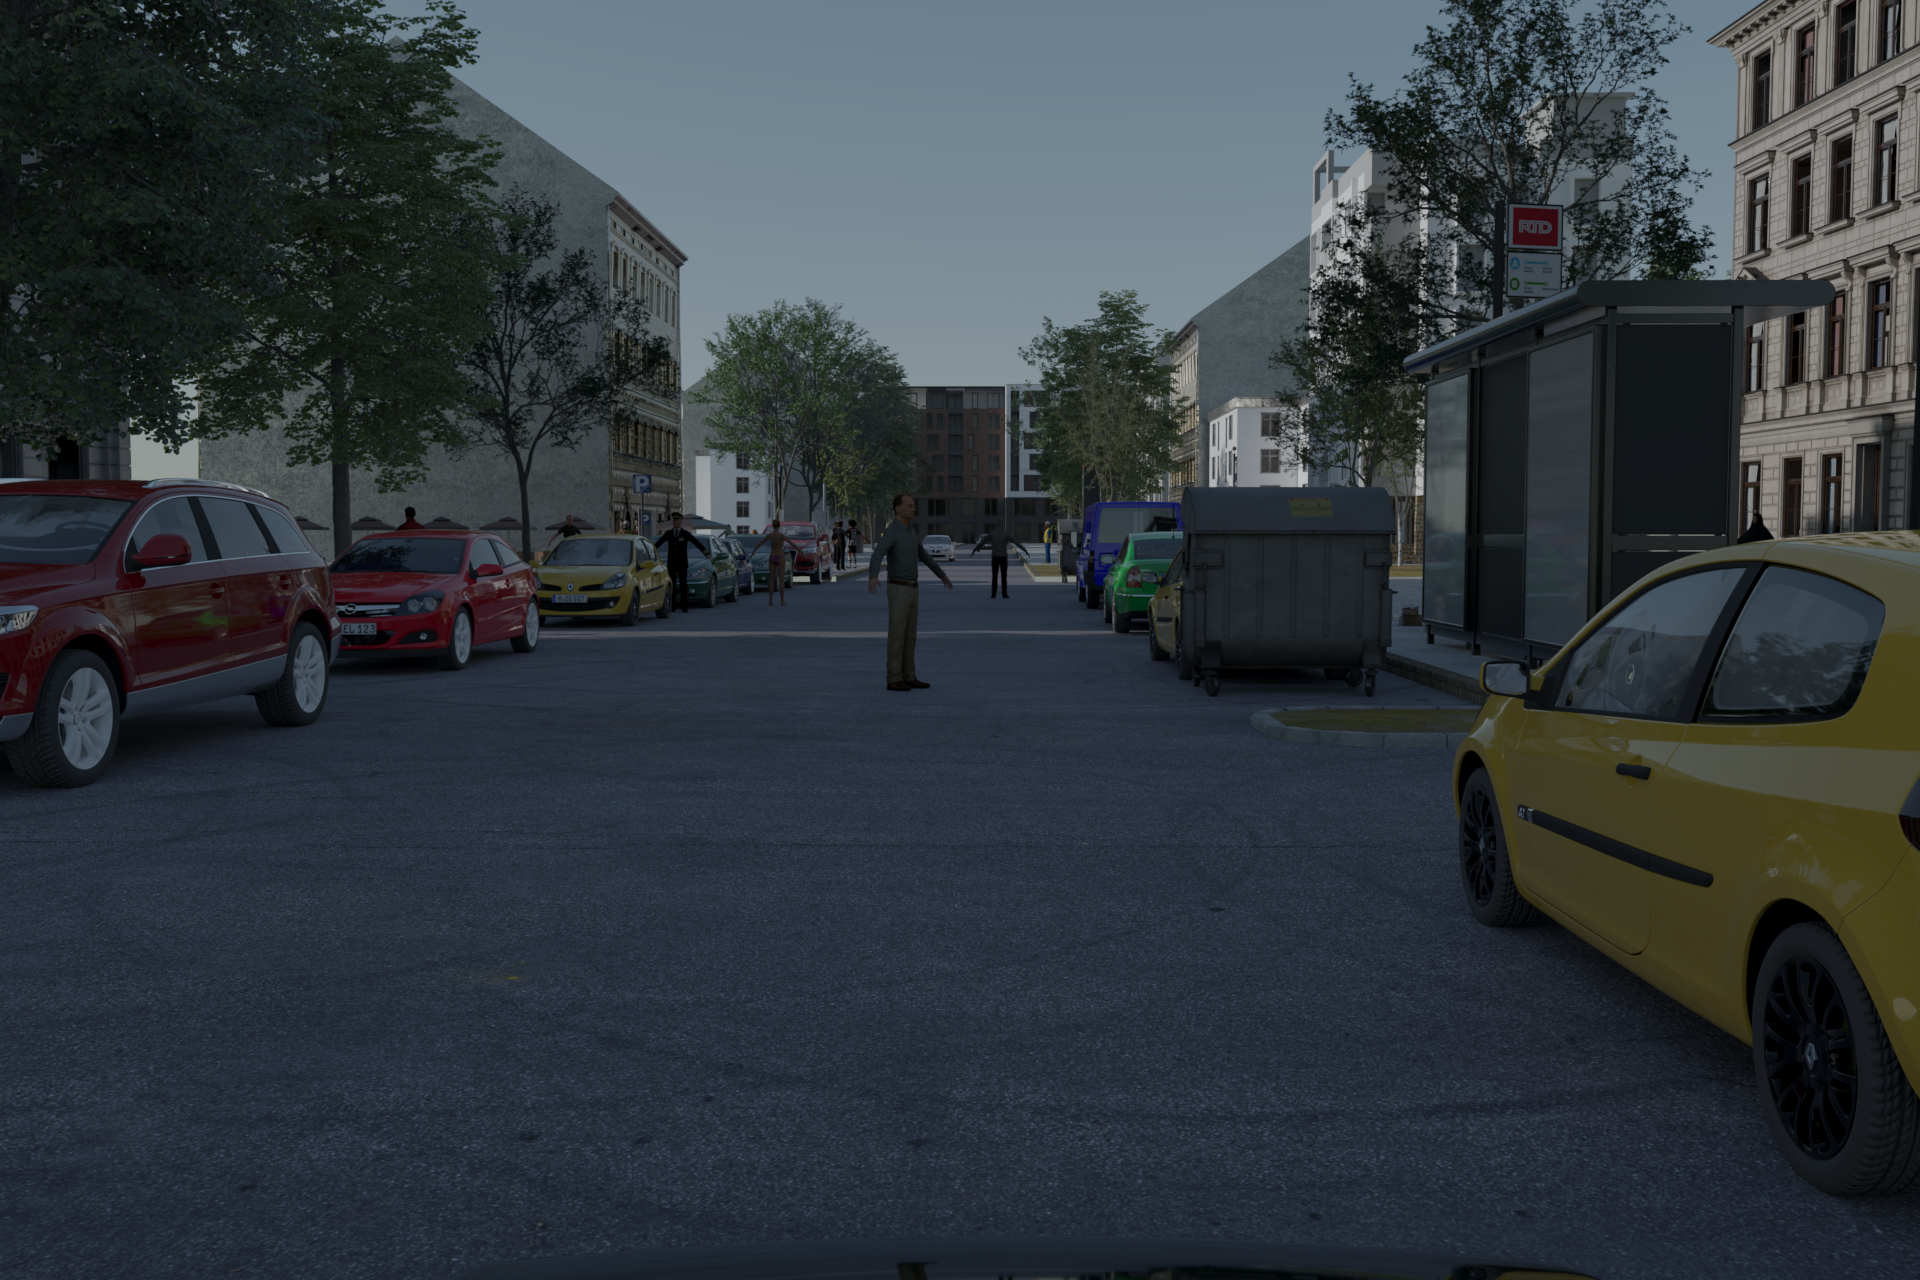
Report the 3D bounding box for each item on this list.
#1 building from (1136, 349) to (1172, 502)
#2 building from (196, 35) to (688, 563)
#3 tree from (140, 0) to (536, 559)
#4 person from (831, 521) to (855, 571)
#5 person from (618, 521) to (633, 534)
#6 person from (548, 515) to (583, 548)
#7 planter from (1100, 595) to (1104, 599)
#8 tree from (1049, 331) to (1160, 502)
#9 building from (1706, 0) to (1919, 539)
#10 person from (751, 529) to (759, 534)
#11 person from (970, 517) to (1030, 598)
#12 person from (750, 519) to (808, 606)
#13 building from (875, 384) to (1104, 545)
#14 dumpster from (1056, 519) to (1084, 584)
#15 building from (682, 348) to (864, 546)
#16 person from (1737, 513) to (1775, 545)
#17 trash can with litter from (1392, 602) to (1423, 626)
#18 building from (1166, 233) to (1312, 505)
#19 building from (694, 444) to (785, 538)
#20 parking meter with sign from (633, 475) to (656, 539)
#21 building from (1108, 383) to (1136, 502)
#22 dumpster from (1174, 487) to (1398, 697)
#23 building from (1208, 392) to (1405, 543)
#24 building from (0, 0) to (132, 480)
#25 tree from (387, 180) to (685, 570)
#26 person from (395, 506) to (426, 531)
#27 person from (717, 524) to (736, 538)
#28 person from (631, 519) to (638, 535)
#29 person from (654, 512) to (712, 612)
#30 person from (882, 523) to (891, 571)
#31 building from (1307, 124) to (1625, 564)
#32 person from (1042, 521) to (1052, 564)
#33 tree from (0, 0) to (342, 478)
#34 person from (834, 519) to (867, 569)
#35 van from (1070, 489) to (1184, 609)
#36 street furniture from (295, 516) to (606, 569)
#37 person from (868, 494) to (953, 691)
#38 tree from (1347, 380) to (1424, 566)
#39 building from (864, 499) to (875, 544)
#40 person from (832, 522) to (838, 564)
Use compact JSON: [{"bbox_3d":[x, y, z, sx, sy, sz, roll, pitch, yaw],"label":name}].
[{"bbox_3d":[27.304,-18.813,174.049,16.747,18.905,31.486,0,4,1],"label":"building"},{"bbox_3d":[-24.700,-15.600,85.983,19.493,23.208,18.063,0,4,1],"label":"building"},{"bbox_3d":[-12.156,-7.055,33.481,7.486,12.596,7.792,0,3,0],"label":"tree"},{"bbox_3d":[-4.136,-3.315,60.920,1.216,1.740,0.721,3,5,42],"label":"person"},{"bbox_3d":[-14.119,-4.131,73.315,1.354,1.858,0.705,0,4,-6],"label":"person"},{"bbox_3d":[-10.741,-2.539,47.731,1.348,1.803,0.705,-2,4,-33],"label":"person"},{"bbox_3d":[3.786,-1.081,38.818,1.991,0.319,1.994,0,4,1],"label":"planter"},{"bbox_3d":[5.360,-6.873,62.731,4.360,8.622,3.978,0,3,0],"label":"tree"},{"bbox_3d":[27.958,-11.020,43.801,10.561,19.211,19.286,0,4,1],"label":"building"},{"bbox_3d":[-6.672,-2.839,55.681,0.599,1.433,0.991,2,4,25],"label":"person"},{"bbox_3d":[0.887,-1.842,38.694,1.348,1.813,0.705,1,4,8],"label":"person"},{"bbox_3d":[-3.655,-1.563,34.807,1.217,1.733,0.721,1,4,14],"label":"person"},{"bbox_3d":[4.033,-24.557,247.940,32.646,21.610,27.936,0,3,0],"label":"building"},{"bbox_3d":[3.743,-2.585,50.475,1.865,1.857,1.264,0,4,0],"label":"dumpster"},{"bbox_3d":[-20.977,-22.478,198.448,19.493,23.208,18.063,0,4,1],"label":"building"},{"bbox_3d":[17.236,-1.887,37.640,0.721,1.737,1.214,-2,4,-23],"label":"person"},{"bbox_3d":[6.605,-0.783,24.195,1.055,1.170,0.624,0,4,2],"label":"trash can with litter"},{"bbox_3d":[26.058,-18.323,130.510,19.493,23.208,18.063,0,4,1],"label":"building"},{"bbox_3d":[-21.999,-14.122,173.049,9.099,9.664,28.070,0,4,1],"label":"building"},{"bbox_3d":[-9.295,-3.385,51.609,0.543,3.016,1.738,0,4,1],"label":"parking meter with sign"},{"bbox_3d":[26.927,-22.568,199.916,19.493,23.208,18.063,0,4,1],"label":"building"},{"bbox_3d":[2.926,-0.459,15.724,1.865,1.857,1.264,0,4,1],"label":"dumpster"},{"bbox_3d":[21.431,-10.049,106.453,9.099,9.664,28.070,0,4,1],"label":"building"},{"bbox_3d":[-29.508,-12.002,36.898,13.314,22.015,24.055,0,4,2],"label":"building"},{"bbox_3d":[-11.229,-6.774,45.163,8.767,10.594,7.601,0,4,1],"label":"tree"},{"bbox_3d":[-10.664,-1.680,33.579,0.704,1.816,1.345,3,5,42],"label":"person"},{"bbox_3d":[-12.214,-5.210,91.375,1.347,1.806,0.705,-1,4,-16],"label":"person"},{"bbox_3d":[-11.113,-3.277,59.762,1.347,1.806,0.705,3,4,36],"label":"person"},{"bbox_3d":[-5.171,-1.424,31.668,1.347,1.837,0.705,0,4,5],"label":"person"},{"bbox_3d":[-2.715,-3.593,66.986,0.705,1.856,1.354,-1,4,-12],"label":"person"},{"bbox_3d":[22.791,-14.078,86.603,16.016,20.090,11.380,0,4,1],"label":"building"},{"bbox_3d":[3.778,-4.229,75.106,0.705,1.833,1.349,0,4,-5],"label":"person"},{"bbox_3d":[-11.879,-6.984,20.849,9.857,13.997,8.962,0,3,0],"label":"tree"},{"bbox_3d":[-4.036,-3.569,64.493,1.345,1.843,0.704,-2,4,-32],"label":"person"},{"bbox_3d":[3.394,-1.865,34.881,2.240,2.365,5.245,0,4,1],"label":"van"},{"bbox_3d":[-26.798,-3.424,61.015,27.439,1.986,14.083,0,4,-5],"label":"street furniture"},{"bbox_3d":[-0.500,-0.442,15.948,0.705,1.796,1.348,2,4,31],"label":"person"},{"bbox_3d":[17.848,-7.288,69.515,4.360,8.622,3.978,0,3,0],"label":"tree"},{"bbox_3d":[-20.860,-23.822,220.417,19.493,23.208,18.063,0,4,2],"label":"building"},{"bbox_3d":[-5.284,-4.160,74.239,0.704,1.802,1.346,1,4,14],"label":"person"}]
